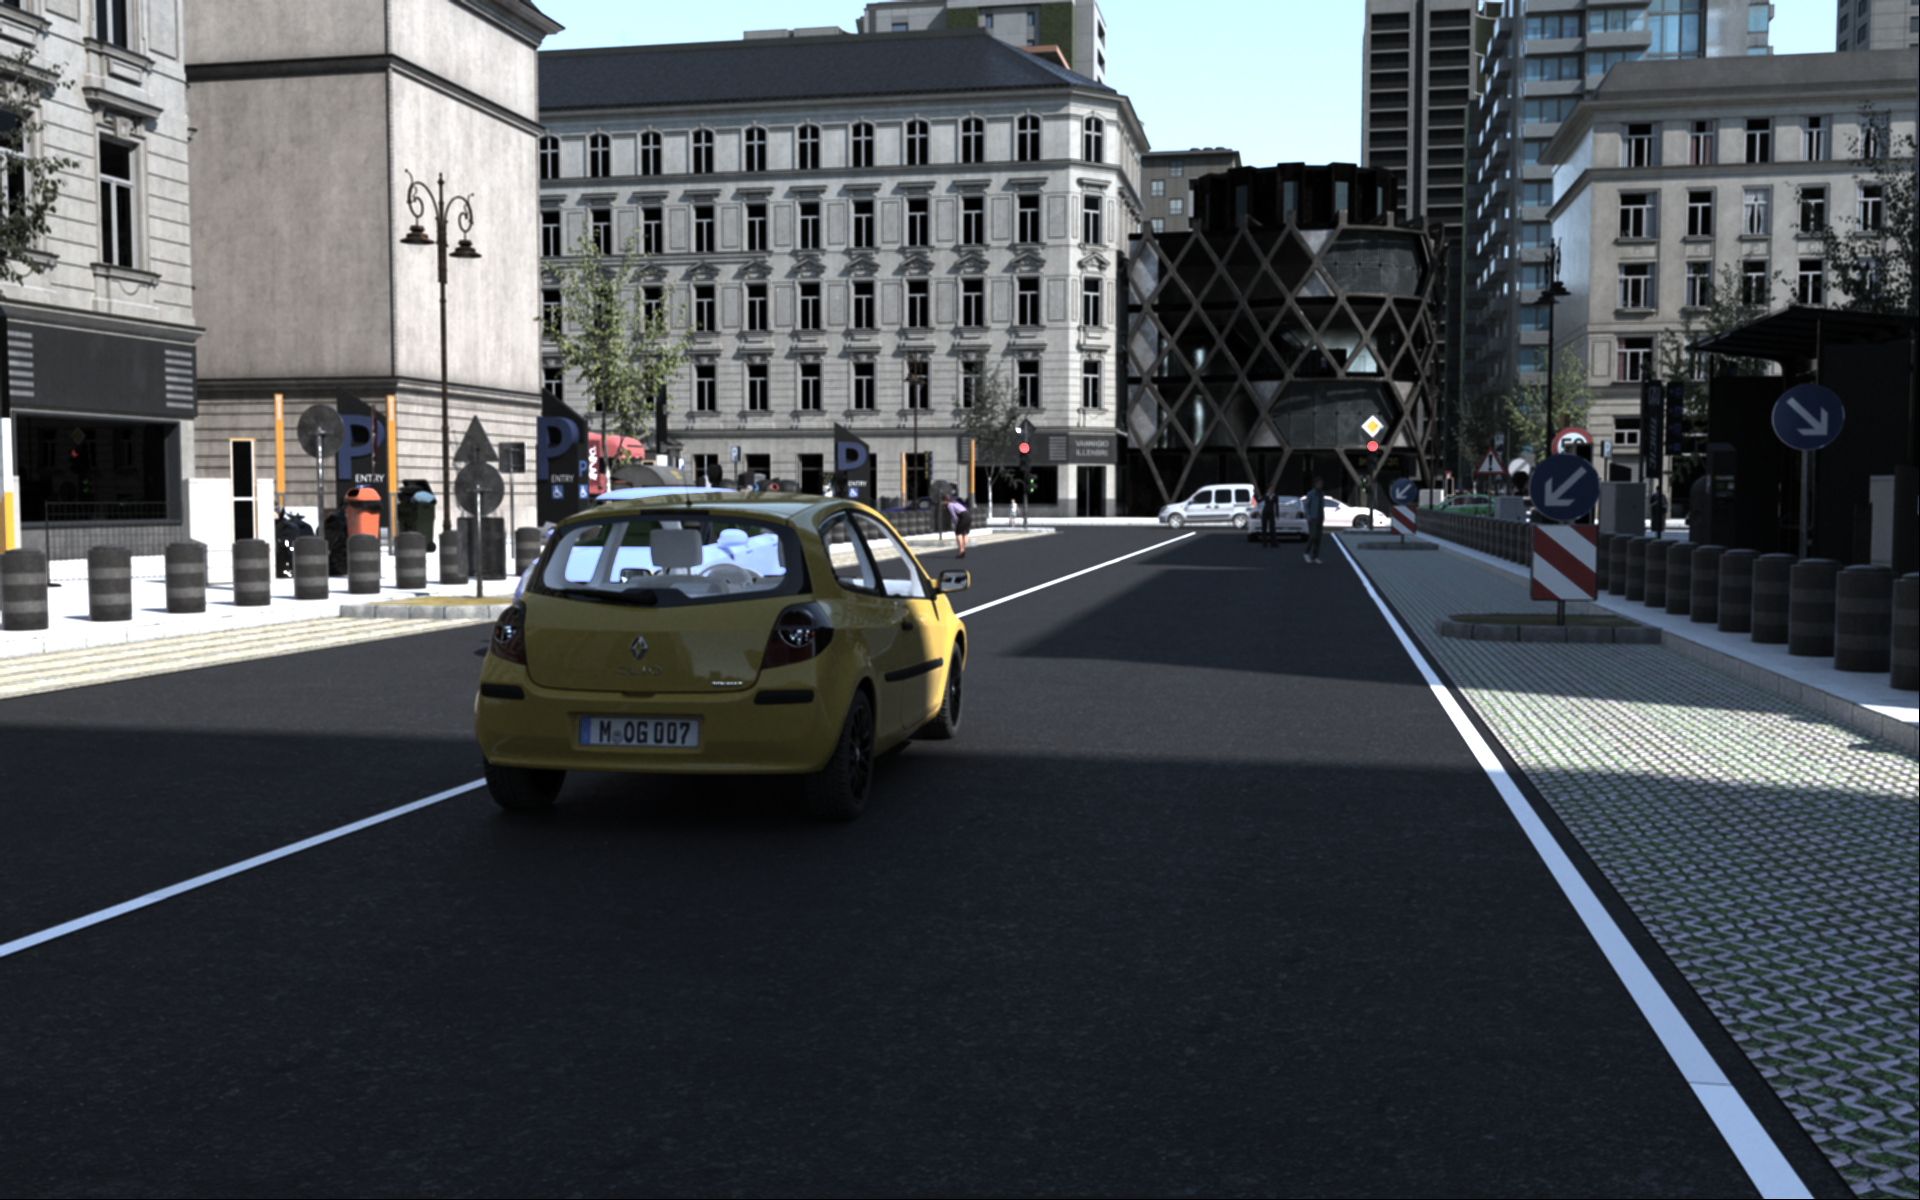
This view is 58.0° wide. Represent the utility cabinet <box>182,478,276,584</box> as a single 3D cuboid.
[{"bbox_3d":[-10.422,-0.980,24.704,1.173,1.500,0.318,-3,5,-41],"label":"utility cabinet"}]

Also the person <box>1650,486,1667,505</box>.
[{"bbox_3d":[25.979,-3.377,64.418,0.576,1.737,0.504,1,4,16],"label":"person"}]

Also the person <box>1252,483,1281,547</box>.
[{"bbox_3d":[8.239,-2.283,46.627,0.742,1.727,0.445,-2,4,-24],"label":"person"}]

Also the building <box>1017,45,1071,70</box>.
[{"bbox_3d":[-0.335,-31.465,169.073,22.147,44.769,28.867,1,4,11],"label":"building"}]

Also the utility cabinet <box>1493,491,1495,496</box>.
[{"bbox_3d":[43.475,-8.121,141.462,0.318,1.500,1.173,-1,4,-19],"label":"utility cabinet"}]

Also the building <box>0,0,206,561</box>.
[{"bbox_3d":[-27.990,-14.861,19.389,17.030,29.872,44.131,1,4,11],"label":"building"}]

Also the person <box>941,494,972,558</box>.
[{"bbox_3d":[-0.084,-1.647,38.661,0.697,1.427,0.421,1,4,15],"label":"person"}]

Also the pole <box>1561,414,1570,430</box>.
[{"bbox_3d":[15.425,-3.081,44.218,0.158,3.312,0.155,0,3,0],"label":"pole"}]

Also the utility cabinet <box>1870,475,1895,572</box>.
[{"bbox_3d":[11.232,-0.707,20.244,0.318,1.500,1.173,-1,4,-22],"label":"utility cabinet"}]

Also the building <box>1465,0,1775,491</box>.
[{"bbox_3d":[59.696,-32.969,158.649,23.786,49.044,30.456,1,4,11],"label":"building"}]

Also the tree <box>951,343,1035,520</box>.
[{"bbox_3d":[1.509,-8.176,84.040,4.360,8.622,3.978,0,3,0],"label":"tree"}]

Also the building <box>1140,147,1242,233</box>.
[{"bbox_3d":[30.998,-41.198,262.822,27.495,52.752,28.713,1,4,11],"label":"building"}]

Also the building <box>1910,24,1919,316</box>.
[{"bbox_3d":[29.786,-12.991,31.470,14.314,24.678,30.058,1,4,11],"label":"building"}]

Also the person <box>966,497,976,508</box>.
[{"bbox_3d":[0.377,-3.577,69.197,0.471,1.553,0.569,-1,4,-14],"label":"person"}]

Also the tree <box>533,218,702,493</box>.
[{"bbox_3d":[-9.395,-5.925,47.243,4.737,8.622,4.395,0,3,0],"label":"tree"}]

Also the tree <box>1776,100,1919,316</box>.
[{"bbox_3d":[17.225,-4.950,31.295,4.360,8.622,3.978,0,3,0],"label":"tree"}]

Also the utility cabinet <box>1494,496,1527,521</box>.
[{"bbox_3d":[15.827,-2.363,49.799,1.020,1.237,0.306,-2,4,-28],"label":"utility cabinet"}]

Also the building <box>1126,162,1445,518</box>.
[{"bbox_3d":[18.472,-14.086,97.755,16.811,18.784,16.820,1,4,11],"label":"building"}]

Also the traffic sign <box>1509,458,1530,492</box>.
[{"bbox_3d":[19.802,-3.748,61.388,0.768,2.556,0.104,1,4,21],"label":"traffic sign"}]

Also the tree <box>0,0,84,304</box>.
[{"bbox_3d":[-14.888,-4.569,25.072,4.360,8.622,3.978,0,3,0],"label":"tree"}]

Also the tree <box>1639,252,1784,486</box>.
[{"bbox_3d":[23.254,-6.297,53.315,4.737,8.622,4.395,0,3,0],"label":"tree"}]

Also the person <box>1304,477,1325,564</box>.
[{"bbox_3d":[7.304,-1.641,35.670,0.601,1.785,0.444,-2,4,-26],"label":"person"}]

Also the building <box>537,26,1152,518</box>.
[{"bbox_3d":[-11.522,-19.963,102.803,44.131,29.872,17.030,1,4,11],"label":"building"}]

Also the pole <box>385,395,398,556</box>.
[{"bbox_3d":[-11.768,-2.570,35.857,0.158,3.312,0.155,0,3,0],"label":"pole"}]

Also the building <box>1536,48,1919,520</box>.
[{"bbox_3d":[46.851,-15.764,91.024,30.059,22.955,16.112,1,4,11],"label":"building"}]

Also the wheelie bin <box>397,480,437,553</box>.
[{"bbox_3d":[-11.868,-1.830,37.821,0.980,1.594,0.693,1,4,22],"label":"wheelie bin"}]

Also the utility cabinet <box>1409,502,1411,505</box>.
[{"bbox_3d":[27.777,-5.882,107.332,0.306,1.237,1.020,1,4,12],"label":"utility cabinet"}]

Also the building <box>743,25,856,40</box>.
[{"bbox_3d":[-21.015,-50.790,268.660,20.611,71.187,20.563,1,4,11],"label":"building"}]

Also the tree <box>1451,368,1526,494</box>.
[{"bbox_3d":[30.279,-9.116,99.412,4.360,8.622,3.978,0,3,0],"label":"tree"}]

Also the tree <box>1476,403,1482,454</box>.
[{"bbox_3d":[34.110,-9.600,107.328,4.737,8.622,4.395,0,3,0],"label":"tree"}]

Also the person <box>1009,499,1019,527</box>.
[{"bbox_3d":[2.385,-3.828,76.103,0.505,1.210,0.382,1,4,20],"label":"person"}]

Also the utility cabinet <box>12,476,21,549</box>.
[{"bbox_3d":[-11.518,-0.721,20.472,0.318,1.500,1.173,0,4,-6],"label":"utility cabinet"}]

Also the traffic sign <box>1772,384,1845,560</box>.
[{"bbox_3d":[9.819,-1.225,20.128,0.768,2.556,0.104,1,4,16],"label":"traffic sign"}]

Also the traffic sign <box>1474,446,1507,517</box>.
[{"bbox_3d":[14.403,-2.878,47.061,0.884,2.594,0.081,1,4,19],"label":"traffic sign"}]

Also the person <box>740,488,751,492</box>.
[{"bbox_3d":[-4.012,-1.371,33.119,0.471,1.553,0.569,1,4,18],"label":"person"}]

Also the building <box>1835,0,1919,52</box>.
[{"bbox_3d":[104.163,-45.611,183.994,20.611,71.187,20.563,1,4,11],"label":"building"}]

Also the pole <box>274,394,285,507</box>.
[{"bbox_3d":[-13.898,-2.542,35.407,0.158,3.312,0.155,0,3,0],"label":"pole"}]

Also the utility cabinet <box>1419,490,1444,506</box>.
[{"bbox_3d":[23.288,-4.705,85.601,1.173,1.500,0.318,3,5,42],"label":"utility cabinet"}]

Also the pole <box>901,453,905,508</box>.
[{"bbox_3d":[-2.805,-5.589,85.225,0.158,3.312,0.155,0,3,0],"label":"pole"}]

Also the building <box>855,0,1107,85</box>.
[{"bbox_3d":[2.553,-40.453,203.413,28.212,58.520,21.231,1,4,11],"label":"building"}]

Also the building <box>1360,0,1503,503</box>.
[{"bbox_3d":[68.524,-49.696,250.787,20.611,71.187,20.563,1,4,11],"label":"building"}]

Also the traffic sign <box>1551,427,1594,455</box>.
[{"bbox_3d":[11.586,-2.000,32.814,0.768,2.556,0.104,1,4,19],"label":"traffic sign"}]

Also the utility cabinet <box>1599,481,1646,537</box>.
[{"bbox_3d":[11.587,-1.320,30.261,1.173,1.500,0.318,-3,5,-44],"label":"utility cabinet"}]

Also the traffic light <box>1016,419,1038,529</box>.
[{"bbox_3d":[2.447,-4.603,64.182,0.839,4.253,0.868,1,4,11],"label":"traffic light"}]

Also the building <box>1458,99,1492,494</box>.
[{"bbox_3d":[59.651,-30.457,181.561,14.154,41.232,14.086,1,4,11],"label":"building"}]

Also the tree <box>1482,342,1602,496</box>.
[{"bbox_3d":[28.626,-8.153,83.657,4.737,8.622,4.395,0,3,0],"label":"tree"}]

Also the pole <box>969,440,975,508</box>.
[{"bbox_3d":[0.443,-4.366,65.225,0.158,3.312,0.155,0,3,0],"label":"pole"}]

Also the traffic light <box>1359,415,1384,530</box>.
[{"bbox_3d":[14.671,-4.456,61.770,0.839,4.253,0.868,1,4,11],"label":"traffic light"}]

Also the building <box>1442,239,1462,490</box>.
[{"bbox_3d":[61.938,-25.953,196.039,14.160,30.474,14.107,1,4,11],"label":"building"}]
